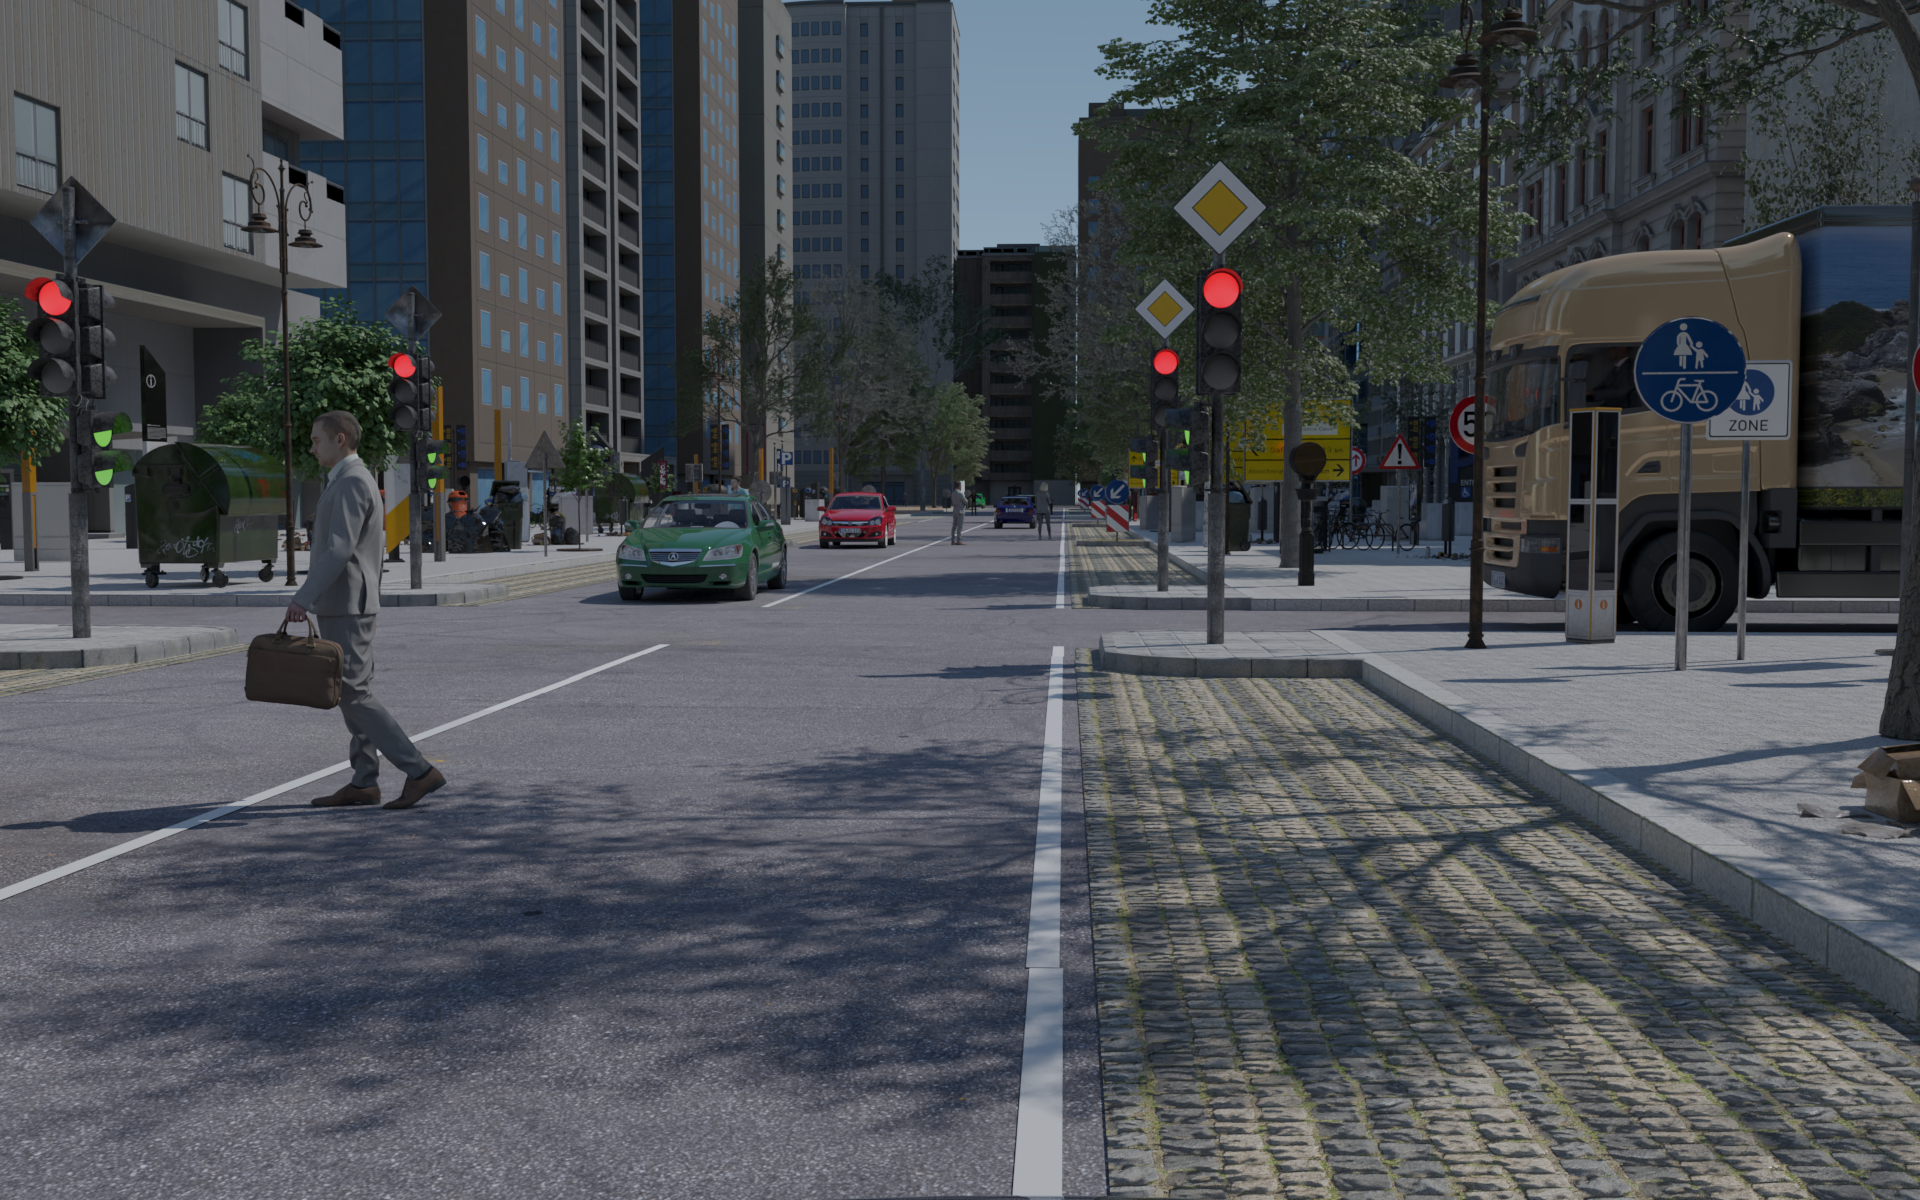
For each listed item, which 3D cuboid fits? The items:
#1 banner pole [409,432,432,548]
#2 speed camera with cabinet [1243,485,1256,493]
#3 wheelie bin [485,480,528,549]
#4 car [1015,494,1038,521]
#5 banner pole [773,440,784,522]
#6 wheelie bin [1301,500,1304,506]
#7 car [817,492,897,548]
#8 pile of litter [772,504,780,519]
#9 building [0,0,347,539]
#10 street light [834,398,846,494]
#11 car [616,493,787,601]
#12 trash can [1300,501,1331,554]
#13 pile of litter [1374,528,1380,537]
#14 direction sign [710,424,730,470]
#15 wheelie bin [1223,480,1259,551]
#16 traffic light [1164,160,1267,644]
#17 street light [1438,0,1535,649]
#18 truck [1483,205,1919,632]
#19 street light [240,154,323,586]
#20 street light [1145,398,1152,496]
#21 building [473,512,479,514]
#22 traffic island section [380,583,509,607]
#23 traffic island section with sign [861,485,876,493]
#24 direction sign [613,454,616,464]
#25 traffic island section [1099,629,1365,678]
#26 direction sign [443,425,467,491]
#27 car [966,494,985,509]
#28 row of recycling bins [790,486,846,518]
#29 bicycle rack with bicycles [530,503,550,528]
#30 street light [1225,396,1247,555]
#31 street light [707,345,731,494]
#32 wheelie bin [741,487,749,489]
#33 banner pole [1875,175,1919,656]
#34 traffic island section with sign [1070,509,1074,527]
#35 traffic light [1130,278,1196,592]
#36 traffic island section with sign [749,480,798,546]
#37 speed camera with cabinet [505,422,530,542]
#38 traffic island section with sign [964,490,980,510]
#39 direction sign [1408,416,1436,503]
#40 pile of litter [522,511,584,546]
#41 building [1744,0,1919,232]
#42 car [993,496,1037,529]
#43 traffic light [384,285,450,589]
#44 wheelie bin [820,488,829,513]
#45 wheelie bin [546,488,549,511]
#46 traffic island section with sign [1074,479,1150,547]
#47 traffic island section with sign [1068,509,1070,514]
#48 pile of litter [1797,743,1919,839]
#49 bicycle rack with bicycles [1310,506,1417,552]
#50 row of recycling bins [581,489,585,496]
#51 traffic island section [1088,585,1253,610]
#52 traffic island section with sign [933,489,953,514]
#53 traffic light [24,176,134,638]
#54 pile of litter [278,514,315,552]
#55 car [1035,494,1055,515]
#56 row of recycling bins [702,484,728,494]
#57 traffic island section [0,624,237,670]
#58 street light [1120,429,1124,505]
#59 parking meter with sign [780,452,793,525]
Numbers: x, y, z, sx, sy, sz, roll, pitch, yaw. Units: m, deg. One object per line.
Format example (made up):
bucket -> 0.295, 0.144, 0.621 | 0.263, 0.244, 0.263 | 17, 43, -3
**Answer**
banner pole -> -12.607, -3.105, 40.780 | 0.863, 3.779, 0.401 | 1, 4, 20
speed camera with cabinet -> 12.498, -4.952, 75.305 | 0.660, 3.252, 2.038 | 1, 4, 23
wheelie bin -> -10.494, -1.976, 40.220 | 0.980, 1.594, 0.693 | -2, 4, -34
car -> 3.599, -5.129, 93.638 | 2.009, 1.686, 4.222 | 0, 4, 5
banner pole -> -8.842, -5.741, 83.876 | 0.401, 3.779, 0.863 | 2, 4, 27
wheelie bin -> 16.068, -4.436, 80.439 | 0.693, 1.594, 0.980 | 1, 4, 17
car -> -2.759, -2.326, 47.065 | 2.155, 1.783, 4.494 | 0, 4, 3
pile of litter -> -9.501, -4.603, 89.226 | 1.176, 0.858, 1.719 | -1, 4, -11
building -> -35.956, -28.242, 50.995 | 28.713, 52.752, 27.495 | 0, 4, 3
street light -> -5.785, -6.772, 83.505 | 0.468, 5.910, 1.993 | 0, 4, 3
car -> -3.613, -0.798, 24.840 | 2.131, 1.459, 4.920 | 0, 4, 3
trash can -> 7.642, -1.577, 37.445 | 0.748, 1.137, 0.748 | 0, 3, 0
pile of litter -> 13.052, -2.346, 52.319 | 1.719, 0.858, 1.176 | 0, 4, -4
direction sign -> -7.807, -3.937, 56.371 | 0.876, 3.537, 0.379 | 3, 5, 40
wheelie bin -> 6.168, -1.899, 38.956 | 0.693, 1.594, 0.980 | -1, 4, -11
traffic light -> 2.174, -1.580, 14.750 | 0.839, 4.253, 0.868 | 0, 4, 3
street light -> 4.297, -2.536, 14.258 | 0.468, 5.910, 1.993 | 0, 4, 3
truck -> 10.628, -1.778, 17.980 | 11.283, 4.237, 2.839 | 0, 4, 2
street light -> -9.349, -3.134, 24.034 | 0.468, 5.910, 1.993 | 0, 4, 3
street light -> 7.397, -5.759, 66.943 | 0.468, 5.910, 1.993 | 0, 4, 3
building -> -27.212, -26.312, 80.315 | 14.600, 45.320, 14.200 | 0, 4, 3
traffic island section -> -7.378, -0.071, 23.444 | 2.009, 0.180, 2.903 | 0, 4, 3
traffic island section with sign -> -3.933, -4.059, 74.985 | 1.989, 1.847, 2.006 | 0, 4, 3
direction sign -> -19.682, -6.497, 98.217 | 0.379, 3.537, 0.876 | 1, 4, 14
traffic island section -> 2.213, 0.454, 14.862 | 2.009, 0.180, 2.903 | 0, 4, 3
direction sign -> -16.558, -3.962, 56.776 | 0.876, 3.537, 0.379 | 1, 4, 17
car -> 1.513, -9.782, 168.734 | 1.959, 1.807, 4.718 | 0, 4, 3
row of recycling bins -> -7.945, -5.332, 94.287 | 3.534, 1.692, 1.069 | -1, 4, -19
bicycle rack with bicycles -> -16.266, -3.202, 65.737 | 2.852, 0.926, 2.925 | -3, 5, -43
street light -> 5.648, -3.895, 36.471 | 0.468, 5.910, 1.993 | 0, 4, 3
street light -> -7.492, -4.962, 53.919 | 0.468, 5.910, 1.993 | 0, 4, 3
wheelie bin -> -10.259, -4.584, 82.863 | 0.980, 1.594, 0.693 | -3, 5, -40
banner pole -> 7.703, -1.440, 13.567 | 0.863, 3.779, 0.401 | 3, 5, 43
traffic island section with sign -> 5.848, -4.051, 74.864 | 1.989, 1.847, 2.006 | 0, 4, 3
traffic light -> 2.656, -2.067, 22.721 | 0.839, 4.253, 0.868 | 0, 4, 3
traffic island section with sign -> -5.562, -2.407, 47.987 | 1.989, 1.847, 2.006 | 0, 4, 3
speed camera with cabinet -> -11.962, -3.211, 46.831 | 0.660, 3.252, 2.038 | -1, 4, -15
traffic island section with sign -> 0.729, -8.775, 152.096 | 1.989, 1.847, 2.006 | 0, 4, 3
direction sign -> 13.466, -3.583, 50.584 | 0.876, 3.537, 0.379 | -1, 4, -14
pile of litter -> -10.286, -1.814, 43.627 | 1.719, 0.858, 1.176 | -1, 4, -22
building -> 28.642, -11.306, 39.604 | 16.860, 20.320, 10.420 | 0, 4, 3
car -> 2.350, -3.677, 72.704 | 1.945, 1.354, 3.894 | 0, 4, 4
traffic light -> -7.338, -2.103, 23.307 | 0.839, 4.253, 0.868 | 0, 4, 3
wheelie bin -> -7.242, -5.026, 90.090 | 0.693, 1.594, 0.980 | 2, 4, 25
wheelie bin -> -19.279, -4.537, 82.083 | 0.693, 1.594, 0.980 | 2, 4, 26
traffic island section with sign -> 4.216, -2.397, 47.816 | 1.989, 1.847, 2.006 | 0, 4, 3
traffic island section with sign -> 8.833, -7.081, 124.402 | 1.989, 1.847, 2.006 | 0, 4, 3
pile of litter -> 4.143, 0.434, 6.864 | 1.719, 0.858, 1.176 | 0, 3, 0
bicycle rack with bicycles -> 8.591, -1.596, 39.473 | 2.852, 0.926, 2.925 | -2, 4, -25
row of recycling bins -> -16.222, -4.447, 79.828 | 1.069, 1.692, 3.534 | 1, 4, 22
traffic island section -> 2.695, -0.034, 22.832 | 2.009, 0.180, 2.903 | 0, 4, 3
traffic island section with sign -> -0.911, -7.118, 124.999 | 1.989, 1.847, 2.006 | 0, 4, 3
traffic light -> -7.820, -1.616, 15.336 | 0.839, 4.253, 0.868 | 0, 4, 3
pile of litter -> -14.851, -1.552, 39.334 | 1.176, 0.858, 1.719 | 3, 5, 41
car -> 5.672, -6.859, 121.934 | 2.009, 1.686, 4.222 | 0, 4, 3
row of recycling bins -> -10.176, -3.979, 72.174 | 1.069, 1.692, 3.534 | -1, 4, -12
traffic island section -> -7.860, 0.416, 15.473 | 2.009, 0.180, 2.903 | 0, 4, 3
street light -> 9.075, -7.568, 96.531 | 0.468, 5.910, 1.993 | 0, 4, 3
parking meter with sign -> -7.261, -4.645, 72.206 | 0.543, 3.016, 1.738 | 0, 4, -8
